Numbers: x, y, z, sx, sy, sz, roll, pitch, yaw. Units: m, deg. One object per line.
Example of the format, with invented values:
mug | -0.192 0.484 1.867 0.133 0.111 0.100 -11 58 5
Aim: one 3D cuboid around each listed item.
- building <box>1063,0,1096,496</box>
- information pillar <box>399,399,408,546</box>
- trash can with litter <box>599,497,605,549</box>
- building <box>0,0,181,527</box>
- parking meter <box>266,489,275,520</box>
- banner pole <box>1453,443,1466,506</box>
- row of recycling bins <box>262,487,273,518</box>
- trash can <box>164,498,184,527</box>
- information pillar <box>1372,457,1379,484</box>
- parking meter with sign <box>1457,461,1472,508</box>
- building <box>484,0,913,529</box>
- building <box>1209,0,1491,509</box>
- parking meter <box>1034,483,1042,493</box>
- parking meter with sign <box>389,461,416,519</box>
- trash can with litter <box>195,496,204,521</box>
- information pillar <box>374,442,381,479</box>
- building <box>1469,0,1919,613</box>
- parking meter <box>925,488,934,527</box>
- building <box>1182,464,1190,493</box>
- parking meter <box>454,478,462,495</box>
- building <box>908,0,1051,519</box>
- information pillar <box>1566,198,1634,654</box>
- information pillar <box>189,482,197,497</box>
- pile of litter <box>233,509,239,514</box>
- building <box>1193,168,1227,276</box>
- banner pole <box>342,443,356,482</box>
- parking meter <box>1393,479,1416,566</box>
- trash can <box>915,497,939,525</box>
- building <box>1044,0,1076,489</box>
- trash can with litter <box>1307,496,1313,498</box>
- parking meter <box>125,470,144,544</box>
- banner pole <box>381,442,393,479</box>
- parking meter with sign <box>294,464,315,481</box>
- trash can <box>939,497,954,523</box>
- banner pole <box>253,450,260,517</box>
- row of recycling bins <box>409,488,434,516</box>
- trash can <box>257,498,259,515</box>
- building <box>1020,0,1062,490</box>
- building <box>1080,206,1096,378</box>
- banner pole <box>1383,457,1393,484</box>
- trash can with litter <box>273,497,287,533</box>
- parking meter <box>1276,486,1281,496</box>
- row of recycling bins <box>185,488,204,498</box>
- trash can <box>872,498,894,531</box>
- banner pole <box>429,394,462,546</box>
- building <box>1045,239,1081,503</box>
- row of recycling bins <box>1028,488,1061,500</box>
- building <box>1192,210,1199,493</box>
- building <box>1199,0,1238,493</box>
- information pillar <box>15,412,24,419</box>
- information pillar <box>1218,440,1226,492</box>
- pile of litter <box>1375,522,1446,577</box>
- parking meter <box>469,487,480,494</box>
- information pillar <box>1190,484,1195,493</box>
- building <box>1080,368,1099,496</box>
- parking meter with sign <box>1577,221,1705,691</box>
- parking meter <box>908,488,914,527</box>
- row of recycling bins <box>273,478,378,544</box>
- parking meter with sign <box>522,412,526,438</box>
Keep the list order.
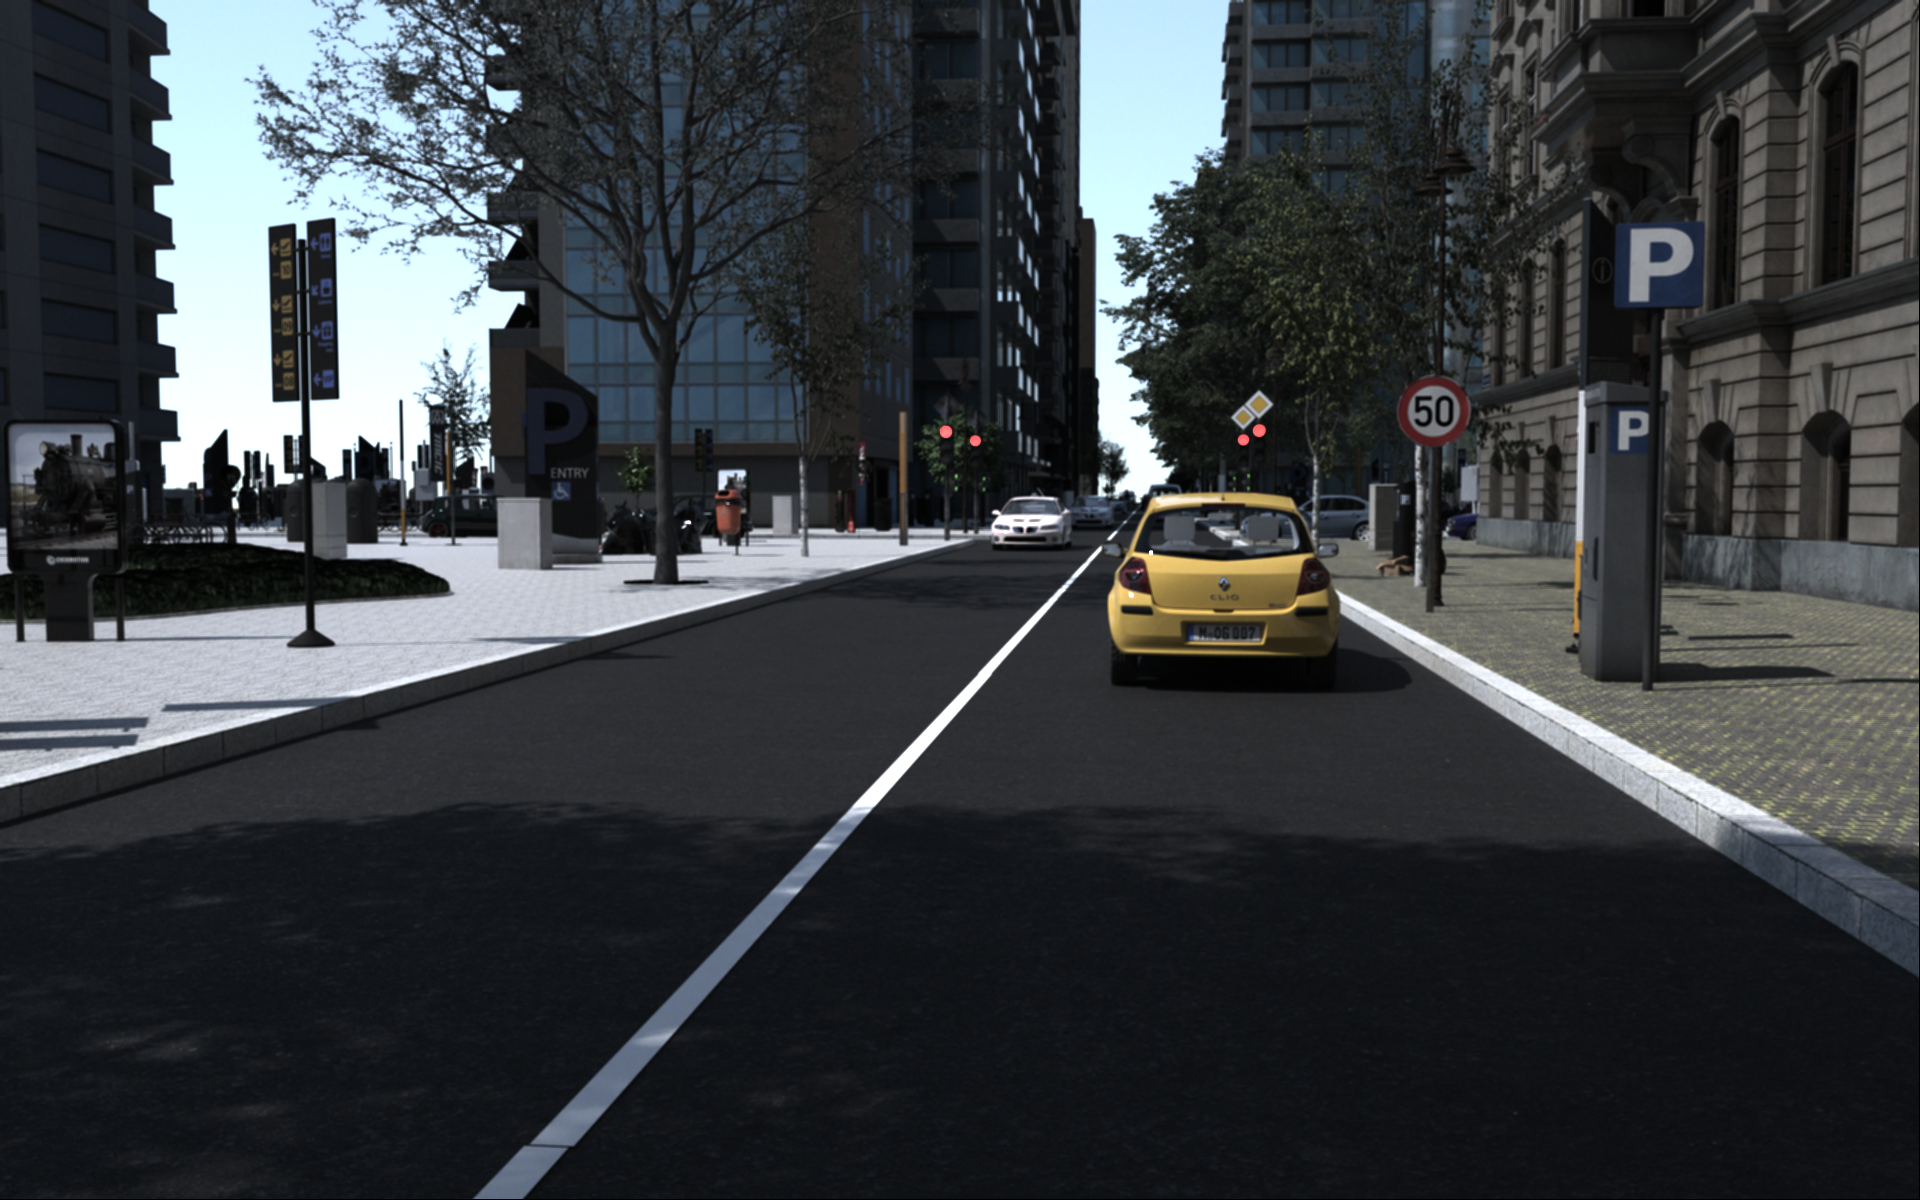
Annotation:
building | 7.433 -48.199 226.299 20.563 71.187 20.611 0 4 6
information pillar | -13.887 -3.166 43.120 0.183 3.616 0.504 -1 4 -19
trash can with litter | -8.384 -1.828 40.938 1.678 1.210 2.233 0 4 -7
building | -50.763 -32.507 73.490 28.212 58.520 21.231 0 4 6
parking meter | -33.836 -4.683 84.975 0.372 1.533 0.369 0 3 0
banner pole | 24.376 -5.790 84.686 0.401 3.779 0.863 -3 4 -38
row of recycling bins | -37.984 -5.456 96.311 1.069 1.692 3.534 0 4 -6
trash can | -29.793 -3.304 65.678 0.748 1.137 0.748 0 3 0
information pillar | 26.145 -7.193 108.961 0.504 3.616 0.183 3 5 43
parking meter with sign | 26.975 -5.885 92.486 0.543 3.016 1.738 2 4 27
building | -9.743 -25.669 69.796 14.600 45.320 14.200 0 4 6
building | 34.759 -32.742 154.944 23.786 49.044 30.456 0 4 6
parking meter | 4.162 -5.336 92.951 0.399 1.863 0.255 2 4 28
parking meter with sign | -29.443 -5.785 90.849 1.738 3.016 0.543 0 4 -2
trash can with litter | -34.691 -4.169 79.221 2.233 1.210 1.678 1 4 9
information pillar | -25.916 -5.242 77.067 0.183 3.616 0.504 0 4 5
building | 16.415 -12.656 26.005 14.460 24.649 34.723 0 4 6
parking meter | -1.206 -3.672 68.450 0.372 1.533 0.369 0 3 0
building | 42.726 -31.091 280.030 14.160 30.474 14.107 0 4 6
parking meter | -17.992 -3.432 61.830 0.399 1.863 0.255 -3 5 -42
building | -6.999 -29.473 101.484 23.786 49.044 30.456 0 4 6
information pillar | 5.168 -1.380 13.913 0.504 3.616 0.183 -1 4 -22
information pillar | -46.594 -6.165 105.290 0.304 2.012 0.304 1 4 17
pile of litter | -47.244 -6.079 113.358 1.176 0.858 1.719 0 4 1
building | 41.885 -35.056 227.789 22.147 44.769 28.867 0 4 6
banner pole | -29.900 -5.811 85.023 0.863 3.779 0.401 -3 5 -41
parking meter | 7.685 -1.317 29.952 0.372 1.533 0.369 0 3 0
trash can | -1.526 -3.749 72.951 0.748 1.137 0.748 0 3 0
building | -3.274 -35.800 174.573 28.713 52.752 27.495 0 4 6
trash can with litter | 17.890 -4.687 88.024 0.624 1.170 1.055 2 4 25
parking meter | -20.371 -2.261 42.673 0.399 1.863 0.255 0 4 8
banner pole | -27.269 -5.663 82.599 0.401 3.779 0.863 2 4 29
parking meter with sign | -38.314 -6.407 101.015 1.738 3.016 0.543 3 4 36
trash can | -0.634 -4.072 78.228 0.748 1.137 0.748 0 3 0
banner pole | -40.319 -6.680 99.231 0.863 3.779 0.401 2 4 35
row of recycling bins | -31.419 -5.750 101.128 1.069 1.692 3.534 -2 4 -31
trash can | -42.080 -5.638 103.829 0.748 1.137 0.748 0 3 0
building | -2.917 -30.083 146.479 22.147 44.769 28.867 0 4 6
building | 14.278 -38.108 273.181 14.600 45.320 14.200 0 4 6
banner pole | 28.509 -7.665 115.336 0.863 3.779 0.401 -1 4 -10
trash can with litter | -22.210 -2.905 58.553 2.233 1.210 1.678 -1 4 -15
parking meter | 21.403 -6.781 116.579 0.399 1.863 0.255 -1 4 -13
row of recycling bins | -54.399 -7.126 123.625 1.069 1.692 3.534 0 4 4
trash can | -2.667 -2.956 59.989 0.748 1.137 0.748 0 3 0
banner pole | -12.833 -3.245 43.079 0.401 3.779 0.863 3 5 40
building | 6.259 -25.909 195.309 14.160 30.474 14.107 0 4 6
row of recycling bins | 5.251 -6.862 119.307 3.534 1.692 1.069 1 4 19
building | 40.413 -34.626 249.735 14.154 41.232 14.086 0 4 6
building | 37.465 -53.314 184.359 22.319 86.520 31.000 0 4 6
information pillar | -26.685 -3.551 49.407 0.504 3.616 0.183 1 4 16
information pillar | 11.252 -5.084 74.486 0.183 3.616 0.504 3 5 40
pile of litter | 7.165 -0.839 27.680 1.719 0.858 1.176 -3 5 -45
parking meter | -17.062 -3.209 60.877 0.372 1.533 0.369 0 3 0
information pillar | 16.297 -7.144 121.289 0.304 2.012 0.304 1 4 11
building | 6.052 -24.962 253.172 27.650 21.520 28.899 0 4 6
parking meter with sign | 4.635 -0.965 12.033 0.543 3.016 1.738 1 4 10
parking meter | -1.994 -3.681 68.598 0.372 1.533 0.369 0 3 0
row of recycling bins | -16.633 -2.364 45.762 3.534 1.692 1.069 3 4 39
parking meter with sign | -8.847 -2.437 36.098 0.543 3.016 1.738 -1 4 -13
